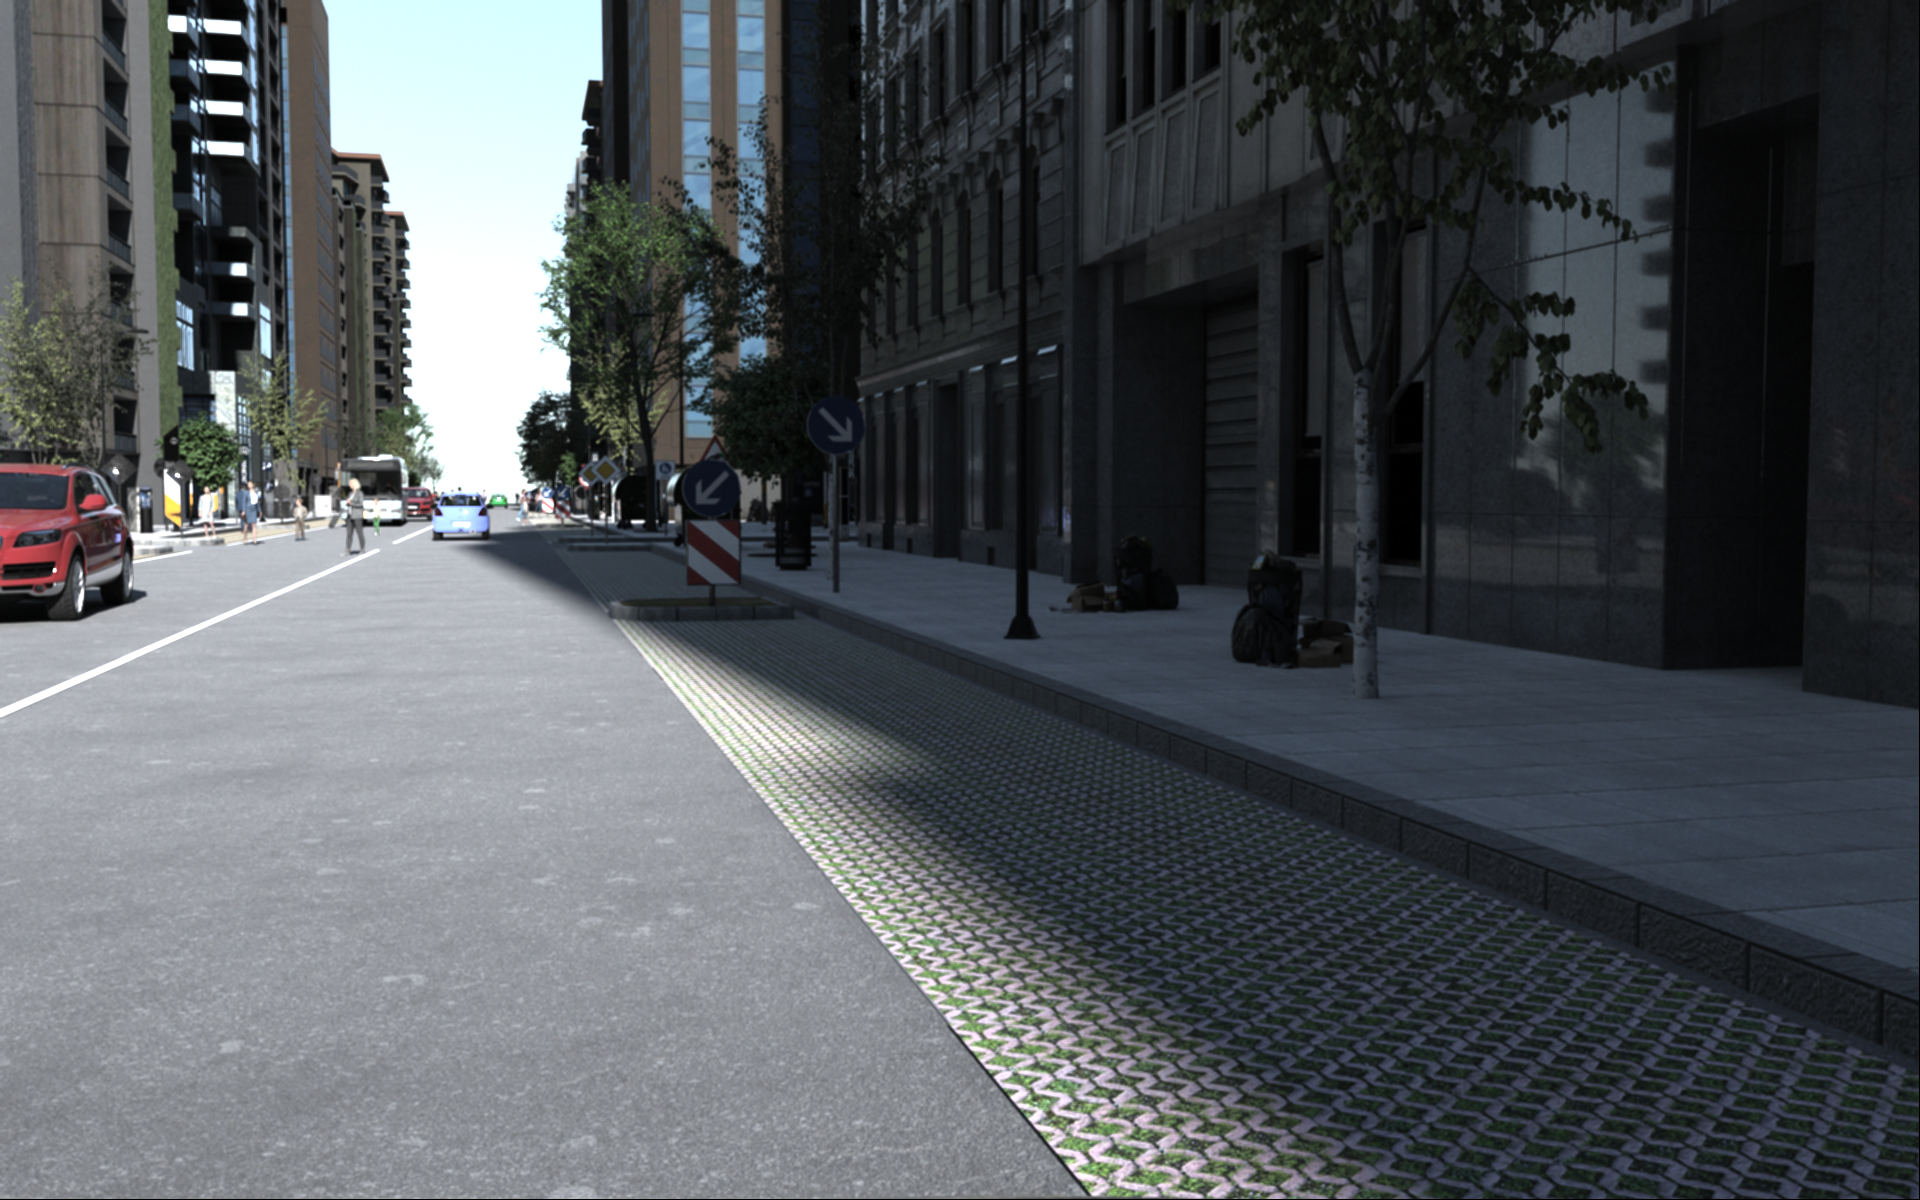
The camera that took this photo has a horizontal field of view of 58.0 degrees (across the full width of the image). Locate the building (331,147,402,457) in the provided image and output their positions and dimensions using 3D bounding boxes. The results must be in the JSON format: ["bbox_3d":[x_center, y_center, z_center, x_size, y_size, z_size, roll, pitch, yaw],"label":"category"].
[{"bbox_3d":[-82.408,-34.270,214.931,22.147,44.769,28.867,-1,4,-15],"label":"building"}]

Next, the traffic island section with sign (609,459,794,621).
[{"bbox_3d":[-3.100,-0.716,20.337,1.989,1.847,2.006,-1,4,-15],"label":"traffic island section with sign"}]

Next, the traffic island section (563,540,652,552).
[{"bbox_3d":[-9.021,-1.348,44.326,2.009,0.180,2.903,-1,4,-15],"label":"traffic island section"}]

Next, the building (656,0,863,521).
[{"bbox_3d":[-9.678,-26.891,89.775,14.600,45.320,14.200,-1,4,-15],"label":"building"}]

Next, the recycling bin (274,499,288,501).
[{"bbox_3d":[-38.512,-5.229,98.049,0.722,1.027,0.722,-3,5,-41],"label":"recycling bin"}]

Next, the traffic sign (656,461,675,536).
[{"bbox_3d":[-8.948,-3.089,52.633,0.606,2.300,0.079,-1,4,-14],"label":"traffic sign"}]

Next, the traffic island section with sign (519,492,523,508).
[{"bbox_3d":[-36.563,-8.549,148.402,1.989,1.847,2.006,-1,4,-15],"label":"traffic island section with sign"}]

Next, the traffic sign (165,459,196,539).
[{"bbox_3d":[-22.091,-2.782,49.120,0.795,2.450,0.064,-1,4,-15],"label":"traffic sign"}]

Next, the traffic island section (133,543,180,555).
[{"bbox_3d":[-20.094,-1.172,41.449,2.009,0.180,2.903,-1,4,-15],"label":"traffic island section"}]

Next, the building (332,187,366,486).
[{"bbox_3d":[-63.674,-23.790,160.665,14.160,30.474,14.107,-1,4,-15],"label":"building"}]

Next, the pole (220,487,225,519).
[{"bbox_3d":[-37.646,-5.780,88.347,0.158,3.312,0.155,0,3,0],"label":"pole"}]

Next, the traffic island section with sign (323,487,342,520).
[{"bbox_3d":[-34.741,-5.431,97.418,1.989,1.847,2.006,-1,4,-15],"label":"traffic island section with sign"}]

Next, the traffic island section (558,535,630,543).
[{"bbox_3d":[-11.039,-1.821,52.053,2.009,0.180,2.903,-1,4,-15],"label":"traffic island section"}]

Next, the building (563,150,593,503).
[{"bbox_3d":[-44.024,-38.183,243.902,23.786,49.044,30.456,-1,4,-15],"label":"building"}]

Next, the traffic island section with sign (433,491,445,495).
[{"bbox_3d":[-68.283,-13.287,225.873,1.989,1.847,2.006,-1,4,-15],"label":"traffic island section with sign"}]

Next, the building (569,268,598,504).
[{"bbox_3d":[-42.666,-27.498,221.297,14.160,30.474,14.107,-1,4,-15],"label":"building"}]

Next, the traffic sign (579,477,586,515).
[{"bbox_3d":[-22.726,-6.422,105.102,0.768,2.556,0.104,-1,4,-13],"label":"traffic sign"}]

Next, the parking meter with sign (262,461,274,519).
[{"bbox_3d":[-36.253,-5.784,90.828,0.543,3.016,1.738,-2,4,-27],"label":"parking meter with sign"}]

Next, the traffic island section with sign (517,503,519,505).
[{"bbox_3d":[-43.472,-10.168,174.871,1.989,1.847,2.006,-1,4,-15],"label":"traffic island section with sign"}]

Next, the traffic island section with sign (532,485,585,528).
[{"bbox_3d":[-17.038,-3.978,73.668,1.989,1.847,2.006,-1,4,-15],"label":"traffic island section with sign"}]

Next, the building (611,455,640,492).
[{"bbox_3d":[-12.518,-41.358,114.452,20.563,71.187,20.611,-1,4,-15],"label":"building"}]

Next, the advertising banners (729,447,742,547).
[{"bbox_3d":[-5.133,-2.647,39.472,0.090,3.025,2.074,0,4,-1],"label":"advertising banners"}]

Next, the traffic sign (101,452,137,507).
[{"bbox_3d":[-20.073,-2.309,41.393,0.795,2.450,0.064,-1,4,-15],"label":"traffic sign"}]

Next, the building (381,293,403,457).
[{"bbox_3d":[-84.466,-28.512,237.871,14.160,30.474,14.107,-1,4,-15],"label":"building"}]

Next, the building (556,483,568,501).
[{"bbox_3d":[-47.087,-35.488,272.105,32.217,40.220,23.993,-1,4,-15],"label":"building"}]

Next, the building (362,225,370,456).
[{"bbox_3d":[-67.529,-24.619,174.214,14.160,30.474,14.107,-1,4,-15],"label":"building"}]

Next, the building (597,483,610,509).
[{"bbox_3d":[-17.058,-28.597,159.436,32.217,40.220,23.993,-1,4,-15],"label":"building"}]

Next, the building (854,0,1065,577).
[{"bbox_3d":[4.271,-11.338,34.530,9.793,20.994,18.267,-1,4,-15],"label":"building"}]

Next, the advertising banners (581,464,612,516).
[{"bbox_3d":[-20.871,-6.369,100.317,2.074,3.025,0.090,0,4,-7],"label":"advertising banners"}]

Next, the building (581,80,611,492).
[{"bbox_3d":[-28.639,-32.410,184.531,22.147,44.769,28.867,-1,4,-15],"label":"building"}]

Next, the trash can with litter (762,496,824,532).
[{"bbox_3d":[-5.809,-2.929,58.945,2.233,1.210,1.678,3,5,42],"label":"trash can with litter"}]

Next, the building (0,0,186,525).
[{"bbox_3d":[-38.928,-23.398,66.145,14.154,41.232,14.086,-1,4,-15],"label":"building"}]

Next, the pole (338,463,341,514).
[{"bbox_3d":[-40.461,-7.288,112.998,0.158,3.312,0.155,0,3,0],"label":"pole"}]

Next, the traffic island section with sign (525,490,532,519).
[{"bbox_3d":[-23.979,-5.601,100.209,1.989,1.847,2.006,-1,4,-15],"label":"traffic island section with sign"}]

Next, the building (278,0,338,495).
[{"bbox_3d":[-60.614,-30.299,145.507,14.600,45.320,14.200,-1,4,-15],"label":"building"}]

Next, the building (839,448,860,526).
[{"bbox_3d":[9.544,-25.368,69.392,28.867,44.769,22.147,-1,4,-15],"label":"building"}]

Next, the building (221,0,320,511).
[{"bbox_3d":[-59.055,-42.128,127.053,20.563,71.187,20.611,-1,4,-15],"label":"building"}]

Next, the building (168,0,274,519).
[{"bbox_3d":[-52.682,-48.196,100.684,22.319,86.520,31.000,-1,4,-15],"label":"building"}]

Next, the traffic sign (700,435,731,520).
[{"bbox_3d":[-5.360,-2.323,37.993,0.884,2.594,0.081,-1,4,-9],"label":"traffic sign"}]

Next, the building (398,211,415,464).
[{"bbox_3d":[-93.285,-36.868,257.410,22.147,44.769,28.867,-1,4,-15],"label":"building"}]

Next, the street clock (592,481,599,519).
[{"bbox_3d":[-18.709,-5.150,88.777,0.358,2.002,0.471,2,4,28],"label":"street clock"}]

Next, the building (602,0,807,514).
[{"bbox_3d":[-20.927,-29.843,138.049,14.600,45.320,14.200,-1,4,-15],"label":"building"}]

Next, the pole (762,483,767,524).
[{"bbox_3d":[-8.293,-4.859,73.291,0.158,3.312,0.155,0,3,0],"label":"pole"}]

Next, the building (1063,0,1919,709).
[{"bbox_3d":[9.800,-12.118,16.152,12.078,24.808,19.932,-1,4,-15],"label":"building"}]

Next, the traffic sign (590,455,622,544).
[{"bbox_3d":[-9.042,-2.483,44.243,0.795,2.450,0.064,-1,4,-15],"label":"traffic sign"}]

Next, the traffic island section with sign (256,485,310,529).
[{"bbox_3d":[-27.918,-3.835,71.338,1.989,1.847,2.006,-1,4,-15],"label":"traffic island section with sign"}]

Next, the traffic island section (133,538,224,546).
[{"bbox_3d":[-22.112,-1.645,49.176,2.009,0.180,2.903,-1,4,-15],"label":"traffic island section"}]

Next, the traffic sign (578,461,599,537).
[{"bbox_3d":[-11.060,-2.956,51.970,0.795,2.450,0.064,-1,4,-15],"label":"traffic sign"}]
